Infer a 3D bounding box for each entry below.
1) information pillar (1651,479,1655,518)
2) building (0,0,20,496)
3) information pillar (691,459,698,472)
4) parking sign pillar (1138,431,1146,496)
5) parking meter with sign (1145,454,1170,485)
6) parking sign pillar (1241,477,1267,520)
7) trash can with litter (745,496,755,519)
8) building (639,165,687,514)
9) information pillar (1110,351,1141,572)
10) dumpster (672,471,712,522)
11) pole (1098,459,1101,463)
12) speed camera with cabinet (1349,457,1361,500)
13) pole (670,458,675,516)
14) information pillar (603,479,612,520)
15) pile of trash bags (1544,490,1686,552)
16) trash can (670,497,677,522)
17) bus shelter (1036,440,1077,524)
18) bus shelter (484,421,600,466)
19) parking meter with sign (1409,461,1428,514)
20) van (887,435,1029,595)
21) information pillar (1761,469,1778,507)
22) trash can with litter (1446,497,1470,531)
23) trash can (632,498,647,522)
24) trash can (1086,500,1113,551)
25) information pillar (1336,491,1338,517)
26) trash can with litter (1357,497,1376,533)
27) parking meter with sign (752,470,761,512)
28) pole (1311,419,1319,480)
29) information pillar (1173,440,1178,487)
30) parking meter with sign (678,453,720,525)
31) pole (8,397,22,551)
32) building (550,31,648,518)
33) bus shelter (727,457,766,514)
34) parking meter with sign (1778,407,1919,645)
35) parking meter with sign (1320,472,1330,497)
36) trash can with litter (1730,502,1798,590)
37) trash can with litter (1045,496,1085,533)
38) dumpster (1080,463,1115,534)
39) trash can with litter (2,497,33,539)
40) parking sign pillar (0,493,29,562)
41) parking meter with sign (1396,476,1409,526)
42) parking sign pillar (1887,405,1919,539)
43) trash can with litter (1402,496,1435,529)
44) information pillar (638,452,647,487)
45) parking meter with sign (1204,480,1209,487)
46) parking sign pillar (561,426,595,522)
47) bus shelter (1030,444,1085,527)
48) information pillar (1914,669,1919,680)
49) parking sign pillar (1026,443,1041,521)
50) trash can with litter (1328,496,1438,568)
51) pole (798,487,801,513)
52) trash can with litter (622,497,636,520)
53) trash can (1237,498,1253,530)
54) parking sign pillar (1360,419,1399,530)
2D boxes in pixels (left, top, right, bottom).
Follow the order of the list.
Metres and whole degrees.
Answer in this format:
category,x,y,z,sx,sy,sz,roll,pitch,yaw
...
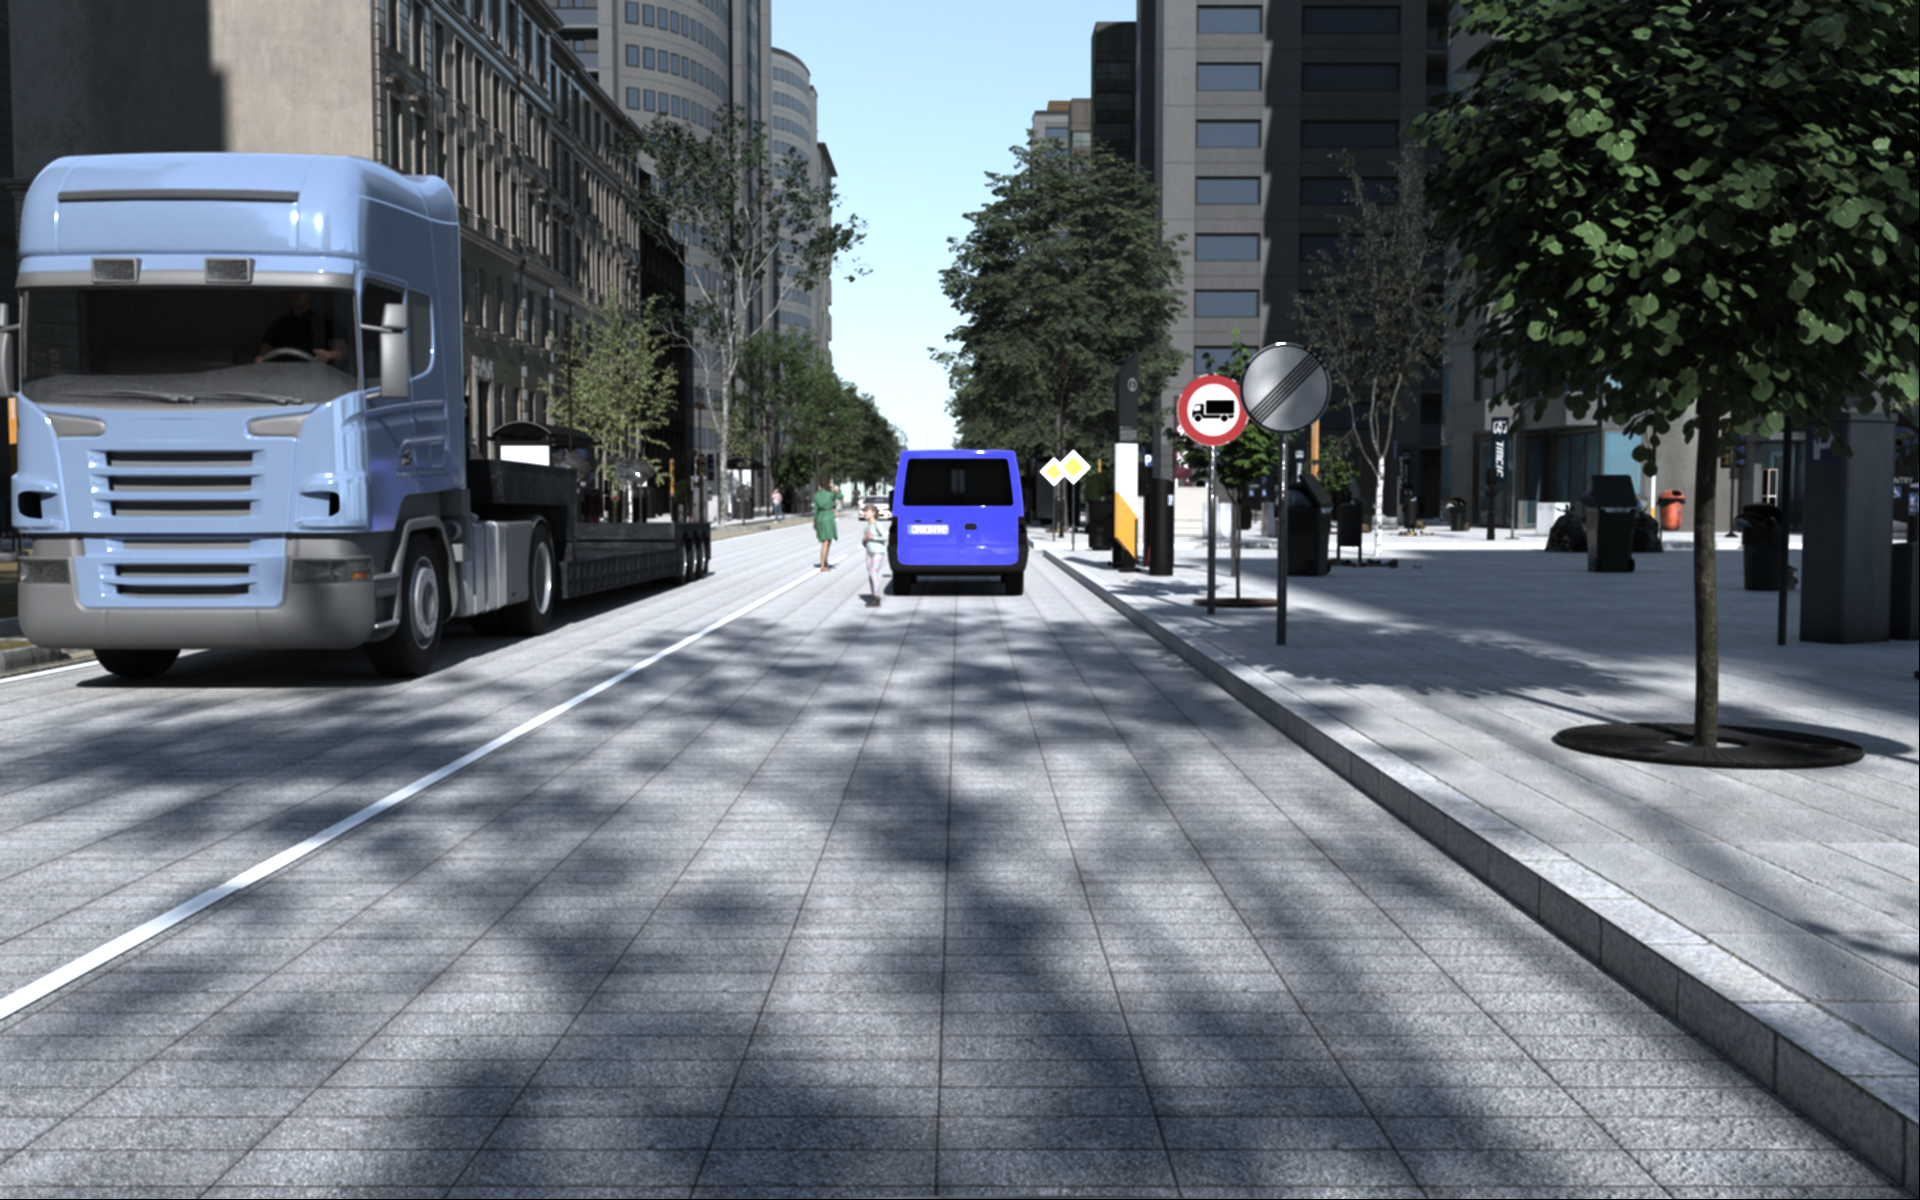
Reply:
category,x,y,z,sx,sy,sz,roll,pitch,yaw
information pillar,19.628,-3.526,48.997,0.183,3.616,0.504,1,4,23
building,-47.801,-17.230,59.211,29.804,29.767,11.434,0,3,0
information pillar,-17.803,-7.650,116.435,0.504,3.616,0.183,1,4,21
parking sign pillar,7.023,-5.051,71.064,1.447,3.967,1.447,-3,4,-38
parking meter with sign,8.710,-4.828,75.199,0.543,3.016,1.738,-3,4,-39
parking sign pillar,14.604,-5.963,85.963,1.447,3.967,1.447,-3,5,-40
trash can with litter,-11.141,-4.798,89.839,1.055,1.170,0.624,3,4,38
building,-25.229,-17.299,112.520,12.332,23.373,15.834,0,3,0
information pillar,2.734,-2.262,28.346,0.504,3.616,0.183,-3,5,-42
dumpster,-11.491,-4.387,74.223,1.502,2.255,1.985,0,4,0
pole,7.919,-6.382,98.184,0.158,3.312,0.155,0,3,0
speed camera with cabinet,21.487,-5.984,92.166,0.660,3.252,2.038,3,5,43
pole,-16.828,-6.559,101.078,0.158,3.312,0.155,0,3,0
information pillar,-17.187,-4.894,84.509,0.304,2.012,0.304,1,4,16
pile of trash bags,14.874,-1.769,38.682,3.447,1.369,1.912,-2,4,-28
trash can,-12.686,-4.056,77.965,0.748,1.137,0.748,0,3,0
bus shelter,4.293,-5.249,77.102,1.731,3.624,6.357,0,3,0
bus shelter,-12.073,-3.459,50.478,2.014,3.302,5.546,0,4,0
parking meter with sign,23.928,-5.856,92.004,1.738,3.016,0.543,1,4,15
van,-0.024,-1.332,26.169,2.240,2.365,5.245,0,3,0
information pillar,23.674,-2.825,50.686,0.304,2.012,0.304,-1,4,-13
trash can with litter,17.334,-2.986,60.205,0.624,1.170,1.055,2,4,35
trash can,-12.514,-3.413,67.449,0.748,1.137,0.748,0,3,0
trash can,3.241,-1.705,39.526,0.748,1.137,0.748,0,3,0
information pillar,19.852,-5.356,92.067,0.304,2.012,0.304,-2,4,-32
trash can with litter,13.572,-2.837,57.778,0.624,1.170,1.055,1,4,11
parking meter with sign,-14.801,-7.635,121.098,1.738,3.016,0.543,1,4,12
pole,9.595,-3.244,46.875,0.158,3.312,0.155,0,3,0
information pillar,6.997,-3.971,56.287,0.183,3.616,0.504,0,4,-2
parking meter with sign,-10.966,-4.682,72.810,1.738,3.016,0.543,0,4,-1
pole,-19.153,-2.524,35.105,0.158,3.312,0.155,0,3,0
building,-24.755,-18.012,91.753,12.463,27.353,25.104,0,3,0
bus shelter,-12.176,-6.330,97.420,2.014,3.302,5.546,0,4,0
parking meter with sign,7.731,-1.146,14.994,1.738,3.016,0.543,-2,4,-26
parking meter with sign,14.709,-4.615,71.712,0.543,3.016,1.738,-2,4,-30
trash can with litter,10.837,-0.727,23.271,0.624,1.170,1.055,3,5,45
trash can with litter,3.644,-2.889,58.295,1.678,1.210,2.233,2,4,34
dumpster,4.651,-3.242,55.495,1.502,2.255,1.985,0,3,0
trash can with litter,-27.642,-2.372,49.835,1.678,1.210,2.233,3,5,41
parking sign pillar,-18.561,-2.717,32.891,1.447,3.967,1.447,-2,4,-35
parking meter with sign,17.122,-4.418,68.488,0.543,3.016,1.738,2,4,31
parking sign pillar,27.048,-3.752,49.819,1.447,3.967,1.447,-2,4,-30
trash can with litter,16.939,-3.243,64.407,0.624,1.170,1.055,-2,4,-27
information pillar,-17.651,-6.417,96.278,0.504,3.616,0.183,0,4,-2
parking meter with sign,12.577,-5.581,87.507,0.543,3.016,1.738,1,4,18
parking sign pillar,-15.065,-4.877,68.212,1.447,3.967,1.447,1,4,19
bus shelter,3.925,-4.663,70.162,2.014,3.302,5.546,0,3,0
information pillar,6.749,-1.258,11.919,0.183,3.616,0.504,1,4,19
parking sign pillar,3.483,-5.815,83.550,1.447,3.967,1.447,0,4,-7
trash can with litter,7.139,-1.202,30.716,1.678,1.210,2.233,-3,4,-36
pole,-11.158,-7.740,120.384,0.158,3.312,0.155,0,3,0
trash can with litter,-16.713,-4.626,87.028,1.055,1.170,0.624,-1,4,-15
trash can,10.167,-3.093,62.224,0.748,1.137,0.748,0,3,0
parking sign pillar,15.122,-4.530,62.538,1.447,3.967,1.447,-3,5,-44
